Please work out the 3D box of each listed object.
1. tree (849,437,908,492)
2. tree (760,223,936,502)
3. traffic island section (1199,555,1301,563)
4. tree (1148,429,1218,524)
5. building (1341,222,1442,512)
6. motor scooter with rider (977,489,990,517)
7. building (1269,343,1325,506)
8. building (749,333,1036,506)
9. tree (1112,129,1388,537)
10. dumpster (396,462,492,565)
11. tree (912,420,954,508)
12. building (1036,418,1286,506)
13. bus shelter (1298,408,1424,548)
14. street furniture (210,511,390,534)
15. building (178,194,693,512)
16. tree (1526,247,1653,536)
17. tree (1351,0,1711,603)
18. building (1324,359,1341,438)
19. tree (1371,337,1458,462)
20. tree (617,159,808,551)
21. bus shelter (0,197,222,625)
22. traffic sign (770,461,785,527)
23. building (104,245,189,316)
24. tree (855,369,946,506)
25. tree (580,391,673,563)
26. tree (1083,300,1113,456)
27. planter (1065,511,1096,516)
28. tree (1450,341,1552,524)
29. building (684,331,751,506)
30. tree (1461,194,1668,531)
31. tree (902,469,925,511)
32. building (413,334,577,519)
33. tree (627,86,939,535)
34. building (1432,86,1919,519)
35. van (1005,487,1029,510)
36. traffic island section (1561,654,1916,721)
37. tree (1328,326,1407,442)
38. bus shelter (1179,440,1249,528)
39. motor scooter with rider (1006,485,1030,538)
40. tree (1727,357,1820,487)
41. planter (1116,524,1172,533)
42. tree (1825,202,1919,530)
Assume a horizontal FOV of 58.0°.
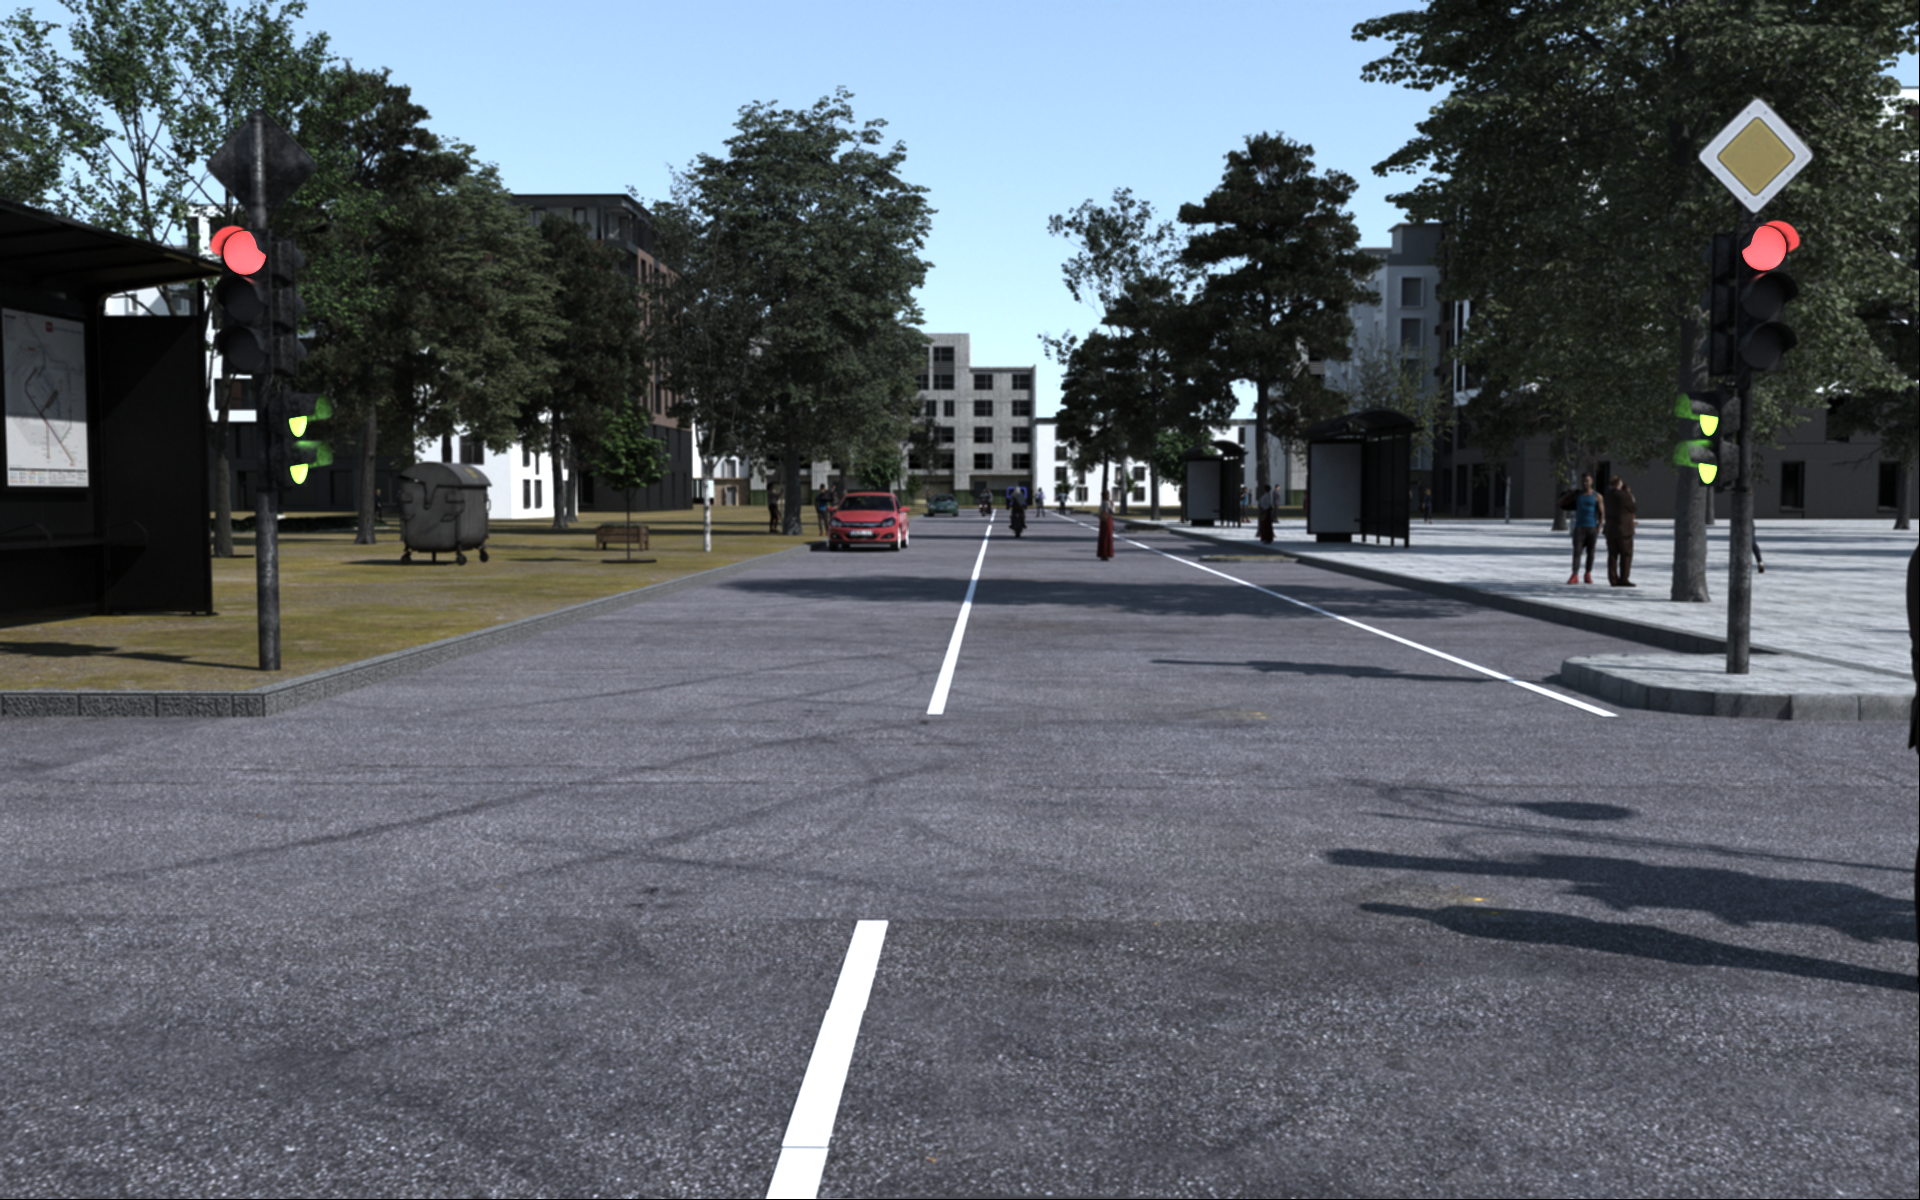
[{"bbox_3d":[-4.661,-6.817,95.173,4.285,4.588,4.351,0,3,0],"label":"tree"},{"bbox_3d":[-4.800,-9.434,72.368,7.486,12.596,7.792,0,3,0],"label":"tree"},{"bbox_3d":[6.152,-0.868,37.052,1.991,0.108,1.994,0,4,1],"label":"traffic island section"},{"bbox_3d":[9.647,-5.548,74.420,4.285,4.588,4.351,0,3,0],"label":"tree"},{"bbox_3d":[37.186,-16.507,126.301,16.016,20.091,11.380,0,4,1],"label":"building"},{"bbox_3d":[1.479,-6.131,109.212,0.876,1.779,1.986,0,4,3],"label":"motor scooter with rider"},{"bbox_3d":[52.347,-20.271,197.894,31.486,18.905,16.747,0,4,1],"label":"building"},{"bbox_3d":[-7.205,-20.321,198.708,31.486,18.905,16.747,0,4,1],"label":"building"},{"bbox_3d":[8.982,-7.897,51.171,6.751,12.117,7.091,0,3,0],"label":"tree"},{"bbox_3d":[-9.456,-1.591,31.768,1.264,1.857,1.865,0,4,1],"label":"dumpster"},{"bbox_3d":[-2.917,-13.043,163.619,4.360,8.622,3.978,0,3,0],"label":"tree"},{"bbox_3d":[22.470,-15.416,194.192,28.070,9.664,9.099,0,4,1],"label":"building"},{"bbox_3d":[9.977,-3.036,43.570,2.014,3.302,5.546,0,4,1],"label":"bus shelter"},{"bbox_3d":[-23.930,-2.794,61.312,5.734,0.657,10.072,0,4,2],"label":"street furniture"},{"bbox_3d":[-38.567,-17.643,132.440,32.646,21.610,27.936,0,4,1],"label":"building"},{"bbox_3d":[18.840,-6.246,52.492,4.737,8.622,4.395,0,3,0],"label":"tree"},{"bbox_3d":[8.327,-6.245,20.229,7.486,12.596,7.792,0,3,0],"label":"tree"},{"bbox_3d":[37.513,-17.238,138.255,16.016,20.091,11.380,0,4,1],"label":"building"},{"bbox_3d":[21.315,-8.082,82.495,4.737,8.622,4.395,0,3,0],"label":"tree"},{"bbox_3d":[-5.573,-5.376,38.267,4.360,8.622,3.978,0,3,0],"label":"tree"},{"bbox_3d":[-8.431,-1.459,15.132,1.731,3.624,6.357,0,4,1],"label":"bus shelter"},{"bbox_3d":[-6.962,-4.128,67.501,0.884,2.594,0.081,0,4,2],"label":"traffic sign"},{"bbox_3d":[-60.834,-17.245,138.379,11.380,20.091,16.016,0,4,1],"label":"building"},{"bbox_3d":[-4.408,-11.378,120.434,7.601,10.594,8.767,1,4,19],"label":"tree"},{"bbox_3d":[-6.332,-2.312,32.406,1.663,3.219,1.824,0,3,0],"label":"tree"},{"bbox_3d":[9.395,-9.890,83.762,6.751,12.117,7.091,0,3,0],"label":"tree"},{"bbox_3d":[7.914,-5.698,114.297,1.991,0.319,1.994,0,4,1],"label":"planter"},{"bbox_3d":[23.326,-7.560,73.966,4.360,8.622,3.978,0,3,0],"label":"tree"},{"bbox_3d":[-28.636,-20.954,199.014,11.380,20.091,16.016,0,4,1],"label":"building"},{"bbox_3d":[20.939,-8.439,60.030,6.751,12.117,7.091,0,3,0],"label":"tree"},{"bbox_3d":[-3.457,-8.413,132.157,1.663,3.219,1.824,0,3,0],"label":"tree"},{"bbox_3d":[-27.260,-9.858,103.331,9.099,9.664,28.070,0,4,1],"label":"building"},{"bbox_3d":[-5.400,-9.024,54.202,9.857,13.997,8.962,0,3,0],"label":"tree"},{"bbox_3d":[43.017,-15.879,103.604,27.936,21.610,32.646,0,4,1],"label":"building"},{"bbox_3d":[5.160,-9.361,157.433,2.240,2.365,5.245,0,4,2],"label":"van"},{"bbox_3d":[5.585,0.605,12.393,2.009,0.180,2.903,0,4,1],"label":"traffic island section"},{"bbox_3d":[17.884,-7.715,76.504,4.360,8.622,3.978,0,3,0],"label":"tree"},{"bbox_3d":[9.868,-4.511,67.679,2.014,3.302,5.546,0,4,1],"label":"bus shelter"},{"bbox_3d":[1.954,-2.969,57.515,0.876,1.779,1.986,0,4,3],"label":"motor scooter with rider"},{"bbox_3d":[24.598,-6.300,53.371,4.360,8.622,3.978,0,3,0],"label":"tree"},{"bbox_3d":[6.764,-2.620,63.982,1.991,0.319,1.994,0,4,1],"label":"planter"},{"bbox_3d":[34.205,-8.578,62.313,6.751,12.117,7.091,0,3,0],"label":"tree"}]
